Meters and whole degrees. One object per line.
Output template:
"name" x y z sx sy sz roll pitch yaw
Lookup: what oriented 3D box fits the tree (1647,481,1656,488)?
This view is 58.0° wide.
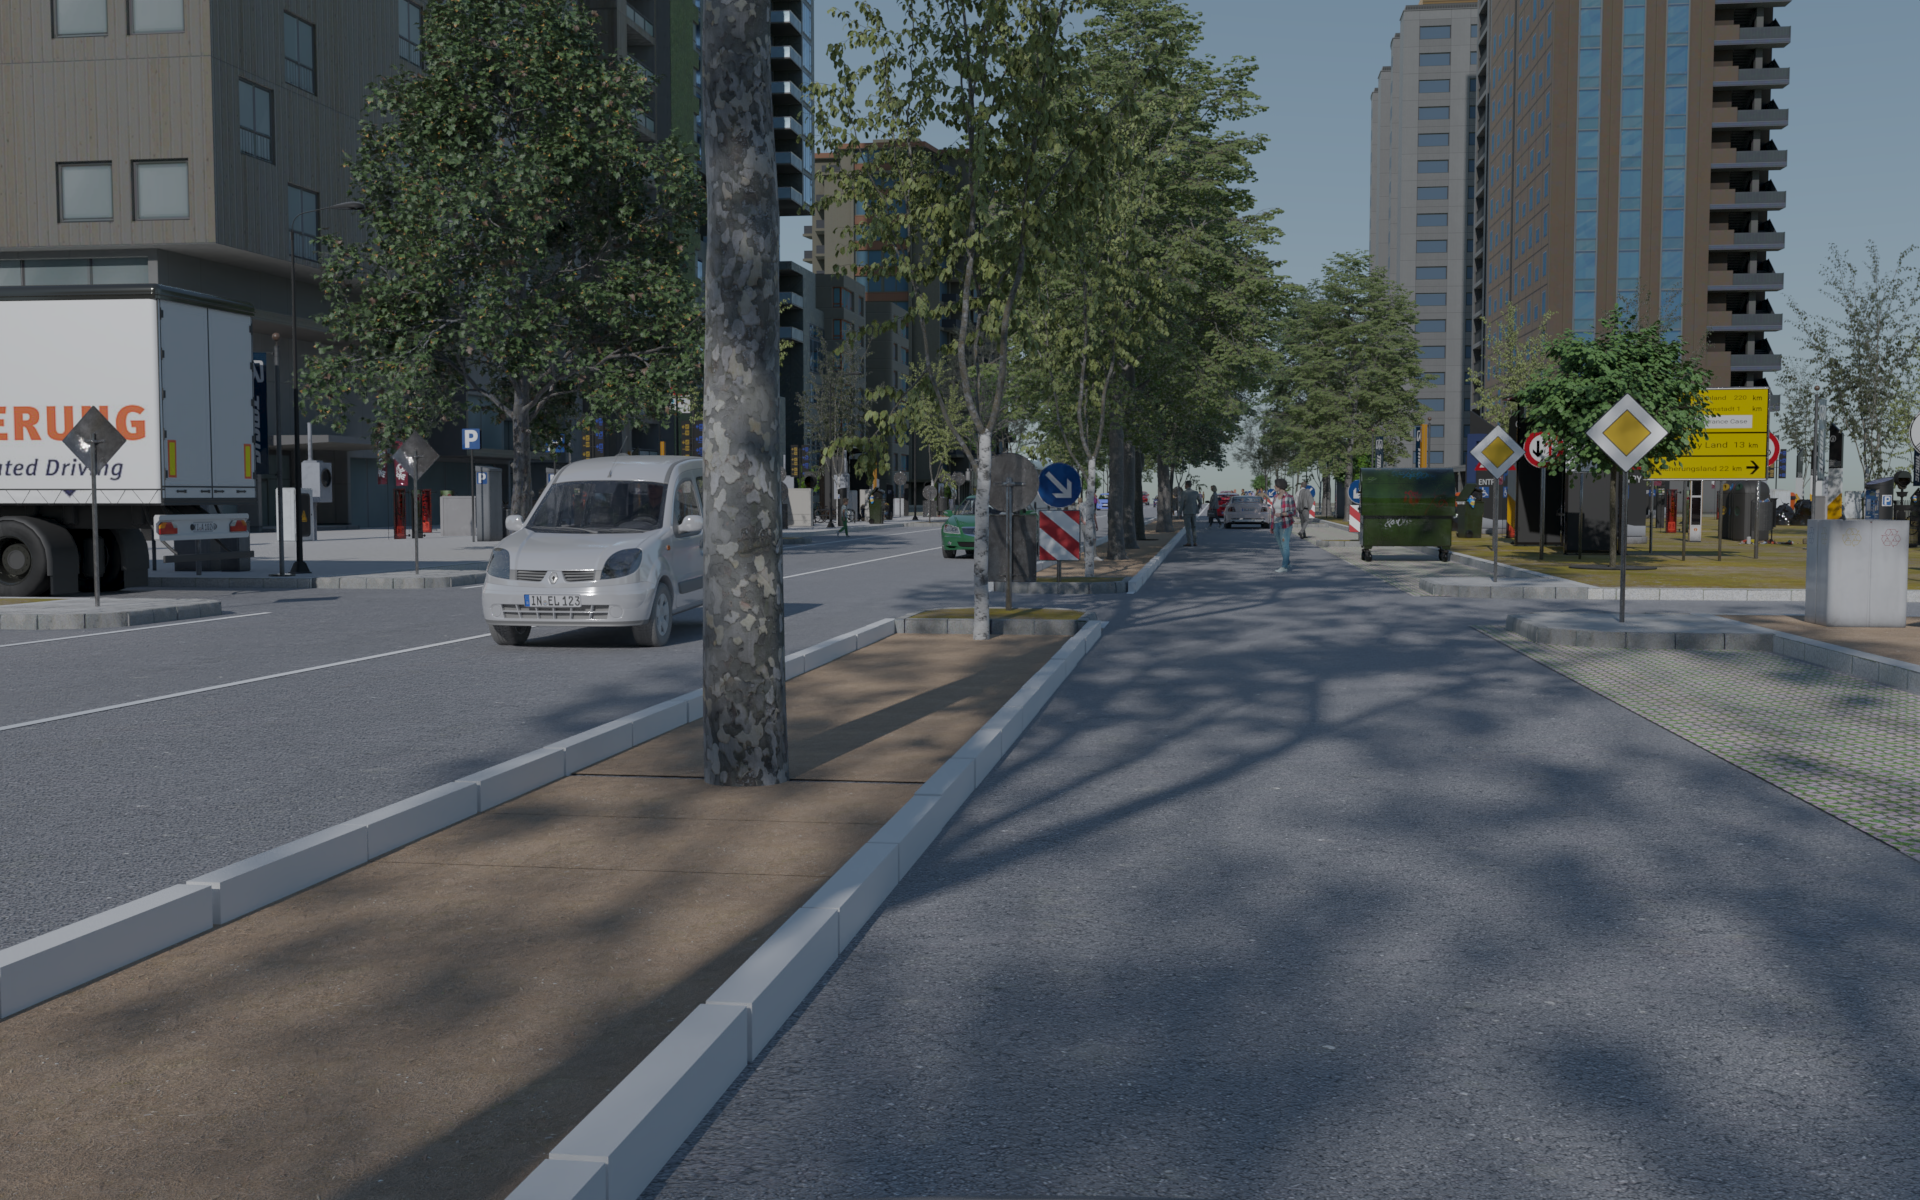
"tree" 31.753 -8.041 81.828 4.737 8.622 4.395 0 3 0

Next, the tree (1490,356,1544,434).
"tree" 29.891 -8.616 91.240 4.360 8.622 3.978 0 3 0

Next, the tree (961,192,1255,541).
"tree" 5.434 -7.640 53.130 9.928 11.665 9.643 0 3 0

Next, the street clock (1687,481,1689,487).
"street clock" 28.715 -3.878 67.970 0.471 2.002 0.358 -2 4 -27

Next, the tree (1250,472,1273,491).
"tree" 42.879 -16.031 245.816 4.285 4.588 4.351 0 3 0

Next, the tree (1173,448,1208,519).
"tree" 12.542 -8.926 98.760 4.360 8.622 3.978 0 3 0

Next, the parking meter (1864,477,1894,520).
"parking meter" 13.483 -1.041 25.432 0.372 1.533 0.369 0 3 0

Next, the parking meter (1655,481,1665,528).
"parking meter" 26.210 -3.615 64.816 0.255 1.863 0.399 1 4 12

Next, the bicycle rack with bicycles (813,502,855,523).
"bicycle rack with bicycles" -5.880 -3.870 76.661 2.925 0.926 2.852 -1 4 -14

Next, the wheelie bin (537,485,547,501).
"wheelie bin" -13.835 -3.081 58.290 0.693 1.594 0.980 -2 4 -35

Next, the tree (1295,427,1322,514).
"tree" 23.248 -9.869 111.717 4.737 8.622 4.395 0 3 0

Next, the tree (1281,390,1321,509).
"tree" 28.407 -12.857 144.627 7.601 10.594 8.767 1 4 19

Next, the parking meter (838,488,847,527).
"parking meter" -4.656 -3.676 68.506 0.372 1.533 0.369 0 3 0

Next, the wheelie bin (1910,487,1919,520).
"wheelie bin" 44.930 -4.481 81.167 0.693 1.594 0.980 2 4 34

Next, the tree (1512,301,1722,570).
"tree" 11.252 -2.818 29.786 4.285 4.588 4.351 0 3 0

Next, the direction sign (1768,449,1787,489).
"direction sign" 40.962 -5.806 86.928 0.876 3.537 0.379 1 4 21

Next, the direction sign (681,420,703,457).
"direction sign" -8.209 -3.748 53.279 0.876 3.537 0.379 2 4 30

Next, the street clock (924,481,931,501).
"street clock" -1.820 -5.782 99.104 0.471 2.002 0.358 -1 4 -13

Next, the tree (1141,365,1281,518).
"tree" 8.853 -8.342 73.265 8.767 10.594 7.601 1 4 8

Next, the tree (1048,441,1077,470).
"tree" 10.558 -13.918 177.914 4.360 8.622 3.978 0 3 0

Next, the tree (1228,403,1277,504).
"tree" 39.684 -19.203 224.335 12.009 13.543 11.850 0 3 0

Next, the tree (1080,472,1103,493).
"tree" 16.151 -14.228 216.343 4.285 4.588 4.351 0 3 0

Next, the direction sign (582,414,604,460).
"direction sign" -10.413 -3.499 49.201 0.876 3.537 0.379 2 4 35

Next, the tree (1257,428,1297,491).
"tree" 31.382 -13.450 170.266 4.360 8.622 3.978 0 3 0

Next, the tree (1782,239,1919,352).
"tree" 25.739 -6.057 49.400 4.360 8.622 3.978 0 3 0

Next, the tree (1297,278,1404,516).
"tree" 21.609 -11.923 101.595 9.857 13.997 8.962 0 3 0

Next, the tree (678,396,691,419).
"tree" -7.381 -6.472 56.186 4.737 8.622 4.395 0 3 0

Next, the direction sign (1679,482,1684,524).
"direction sign" 31.105 -5.038 74.371 0.379 3.537 0.876 3 4 38

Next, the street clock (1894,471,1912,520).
"street clock" 29.335 -3.020 53.947 0.471 2.002 0.358 0 4 -7

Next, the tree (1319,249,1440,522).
"tree" 18.565 -9.945 80.728 7.486 12.596 7.792 0 3 0

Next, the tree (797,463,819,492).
"tree" -8.288 -6.031 93.203 1.663 3.219 1.824 0 3 0

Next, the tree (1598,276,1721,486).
"tree" 23.618 -6.673 59.463 4.360 8.622 3.978 0 3 0

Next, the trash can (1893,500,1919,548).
"trash can" 22.700 -1.825 41.496 0.748 1.137 0.748 0 3 0

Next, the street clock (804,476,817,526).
"street clock" -5.962 -3.954 69.211 0.471 2.002 0.358 2 4 28

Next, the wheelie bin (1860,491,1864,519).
"wheelie bin" 42.084 -4.414 80.082 0.980 1.594 0.693 -1 4 -21

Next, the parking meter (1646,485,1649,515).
"parking meter" 38.316 -5.551 96.475 0.399 1.863 0.255 2 4 31

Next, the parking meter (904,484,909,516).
"parking meter" -3.118 -5.788 100.340 0.255 1.863 0.399 -1 4 -8

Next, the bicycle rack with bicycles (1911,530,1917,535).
"bicycle rack with bicycles" 30.990 -2.435 53.193 2.852 0.926 2.925 0 4 -7

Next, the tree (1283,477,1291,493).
"tree" 35.711 -11.998 190.773 1.663 3.219 1.824 0 3 0

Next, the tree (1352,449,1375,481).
"tree" 17.091 -4.822 73.435 1.663 3.219 1.824 0 3 0

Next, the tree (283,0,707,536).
"tree" -9.249 -7.317 36.643 9.611 12.733 9.660 0 3 0

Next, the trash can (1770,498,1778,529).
"trash can" 29.802 -3.198 63.938 0.748 1.137 0.748 0 3 0

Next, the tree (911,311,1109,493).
"tree" 1.570 -12.455 114.004 12.009 13.543 11.850 0 3 0

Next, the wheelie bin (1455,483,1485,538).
"wheelie bin" 14.899 -2.609 50.557 0.693 1.594 0.980 -1 4 -10

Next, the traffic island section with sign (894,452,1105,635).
"traffic island section with sign" 0.443 -0.633 18.489 2.006 1.907 1.989 1 4 8

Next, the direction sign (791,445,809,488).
"direction sign" -7.374 -5.375 79.879 0.876 3.537 0.379 1 4 16

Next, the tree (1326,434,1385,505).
"tree" 20.133 -6.360 87.707 4.285 4.588 4.351 0 3 0

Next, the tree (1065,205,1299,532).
"tree" 7.675 -9.499 64.428 9.857 13.997 8.962 0 3 0

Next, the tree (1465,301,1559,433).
"tree" 21.216 -7.029 65.292 4.737 8.622 4.395 0 3 0

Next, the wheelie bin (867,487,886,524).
"wheelie bin" -3.547 -4.053 74.181 0.693 1.594 0.980 1 4 11

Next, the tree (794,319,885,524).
"tree" -5.168 -7.522 73.341 4.360 8.622 3.978 0 3 0

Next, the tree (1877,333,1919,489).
"tree" 42.290 -7.670 75.762 4.737 8.622 4.395 0 3 0

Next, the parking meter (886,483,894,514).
"parking meter" -3.836 -5.477 95.266 0.399 1.863 0.255 0 4 8
